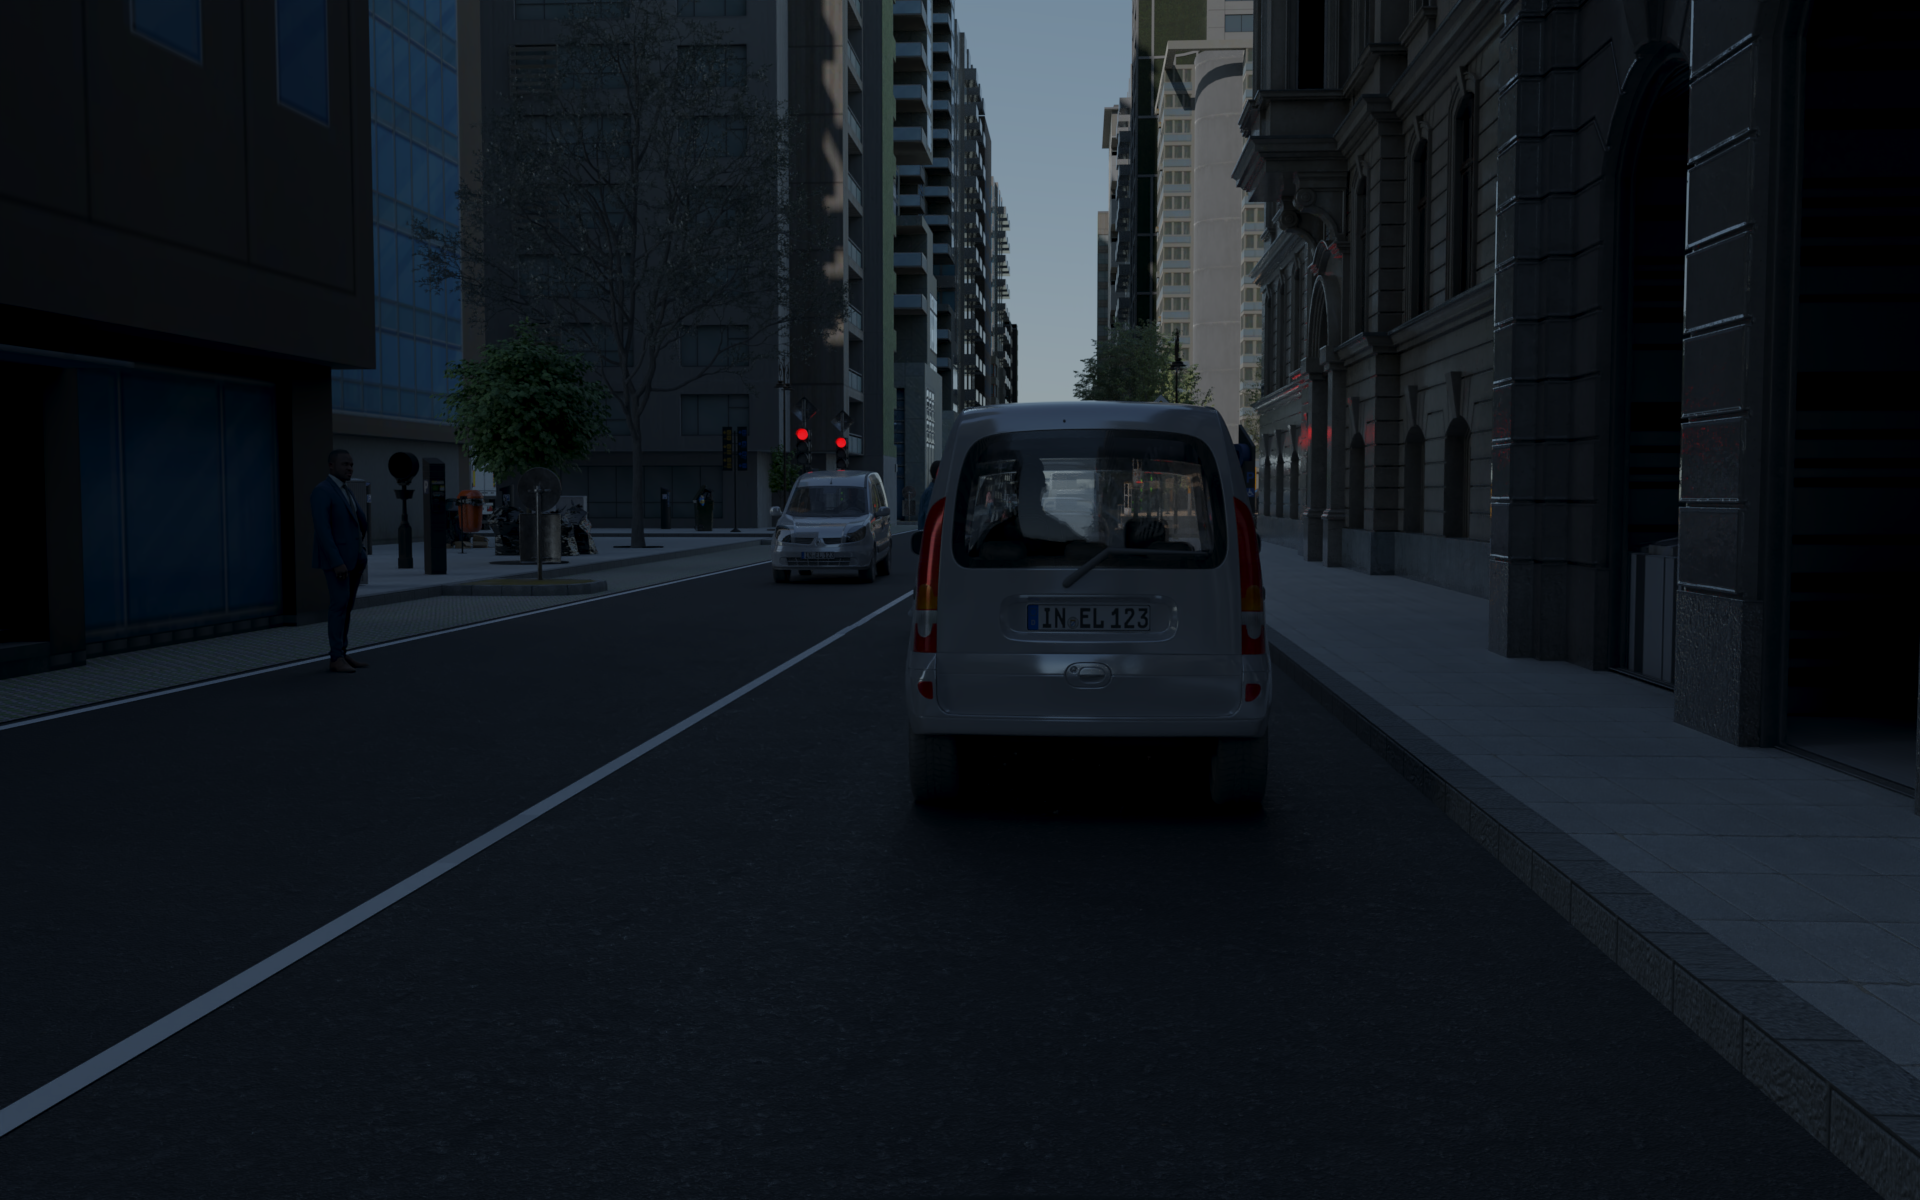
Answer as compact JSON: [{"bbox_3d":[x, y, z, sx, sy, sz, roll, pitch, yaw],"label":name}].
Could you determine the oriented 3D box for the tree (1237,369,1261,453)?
[{"bbox_3d":[18.142,-9.260,101.757,4.360,8.622,3.978,0,3,0],"label":"tree"}]

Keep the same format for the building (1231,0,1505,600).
[{"bbox_3d":[12.310,-12.946,30.745,14.460,24.649,34.723,0,4,4],"label":"building"}]

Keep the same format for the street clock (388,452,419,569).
[{"bbox_3d":[-9.551,-1.542,29.781,0.471,2.002,0.358,1,4,13],"label":"street clock"}]

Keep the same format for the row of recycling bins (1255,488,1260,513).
[{"bbox_3d":[20.619,-6.721,117.007,3.534,1.692,1.069,2,4,30],"label":"row of recycling bins"}]

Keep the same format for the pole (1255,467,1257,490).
[{"bbox_3d":[22.228,-8.357,130.487,0.158,3.312,0.155,0,3,0],"label":"pole"}]

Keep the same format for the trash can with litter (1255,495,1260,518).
[{"bbox_3d":[15.976,-4.956,92.088,1.678,1.210,2.233,1,4,10],"label":"trash can with litter"}]

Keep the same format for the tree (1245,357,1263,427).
[{"bbox_3d":[17.097,-8.385,87.463,4.737,8.622,4.395,0,3,0],"label":"tree"}]

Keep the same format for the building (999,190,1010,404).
[{"bbox_3d":[-3.865,-39.225,260.932,23.786,49.044,30.456,0,4,4],"label":"building"}]

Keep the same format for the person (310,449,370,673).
[{"bbox_3d":[-5.077,-0.335,14.167,0.419,1.800,0.721,0,4,-3],"label":"person"}]

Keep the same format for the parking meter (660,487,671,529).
[{"bbox_3d":[-10.750,-3.355,63.268,0.372,1.533,0.369,0,3,0],"label":"parking meter"}]

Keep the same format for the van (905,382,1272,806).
[{"bbox_3d":[0.678,-0.145,9.377,2.013,2.044,4.112,0,4,4],"label":"van"}]

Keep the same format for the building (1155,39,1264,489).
[{"bbox_3d":[28.898,-27.592,143.014,32.217,40.220,23.993,0,4,4],"label":"building"}]

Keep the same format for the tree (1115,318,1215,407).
[{"bbox_3d":[8.378,-7.457,72.277,4.737,8.622,4.395,0,3,0],"label":"tree"}]

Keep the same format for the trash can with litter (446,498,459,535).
[{"bbox_3d":[-13.250,-2.081,45.419,0.624,1.170,1.055,-1,4,-19],"label":"trash can with litter"}]

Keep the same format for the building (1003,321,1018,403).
[{"bbox_3d":[2.234,-31.295,283.368,14.160,30.474,14.107,0,4,4],"label":"building"}]

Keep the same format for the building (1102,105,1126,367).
[{"bbox_3d":[33.271,-39.177,229.780,28.713,52.752,27.495,0,4,4],"label":"building"}]

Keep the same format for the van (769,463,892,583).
[{"bbox_3d":[-2.126,-1.364,29.309,2.013,2.044,4.112,0,4,3],"label":"van"}]

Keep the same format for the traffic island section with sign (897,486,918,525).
[{"bbox_3d":[-2.334,-4.400,80.560,1.989,1.847,2.006,0,4,4],"label":"traffic island section with sign"}]

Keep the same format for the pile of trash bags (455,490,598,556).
[{"bbox_3d":[-9.376,-1.659,36.884,3.447,1.369,1.912,2,4,27],"label":"pile of trash bags"}]

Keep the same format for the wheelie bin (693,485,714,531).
[{"bbox_3d":[-8.820,-3.167,59.690,0.693,1.594,0.980,-1,4,-18],"label":"wheelie bin"}]

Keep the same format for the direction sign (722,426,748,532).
[{"bbox_3d":[-7.546,-4.045,58.132,0.876,3.537,0.379,1,4,13],"label":"direction sign"}]

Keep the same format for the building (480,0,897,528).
[{"bbox_3d":[-10.294,-23.604,69.518,14.154,41.232,14.086,0,4,4],"label":"building"}]

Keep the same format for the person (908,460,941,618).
[{"bbox_3d":[-0.324,-0.572,18.199,0.444,1.785,0.601,0,4,2],"label":"person"}]

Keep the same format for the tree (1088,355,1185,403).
[{"bbox_3d":[11.881,-11.051,115.101,8.767,10.594,7.601,0,4,-1],"label":"tree"}]

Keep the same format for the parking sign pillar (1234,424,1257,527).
[{"bbox_3d":[10.881,-4.772,66.491,1.447,3.967,1.447,-1,4,-15],"label":"parking sign pillar"}]

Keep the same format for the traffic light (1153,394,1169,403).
[{"bbox_3d":[5.643,-3.670,48.921,0.839,4.253,0.868,0,4,4],"label":"traffic light"}]

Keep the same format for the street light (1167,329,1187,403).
[{"bbox_3d":[6.059,-4.632,48.527,0.468,5.910,1.993,0,4,4],"label":"street light"}]

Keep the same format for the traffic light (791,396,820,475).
[{"bbox_3d":[-4.445,-3.712,49.607,0.839,4.253,0.868,0,4,4],"label":"traffic light"}]

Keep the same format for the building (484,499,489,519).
[{"bbox_3d":[-34.873,-25.365,69.337,28.867,44.769,22.147,0,4,4],"label":"building"}]

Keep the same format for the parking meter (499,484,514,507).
[{"bbox_3d":[-11.701,-2.221,44.731,0.372,1.533,0.369,0,3,0],"label":"parking meter"}]

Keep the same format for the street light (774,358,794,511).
[{"bbox_3d":[-5.887,-5.219,58.119,0.468,5.910,1.993,0,4,4],"label":"street light"}]

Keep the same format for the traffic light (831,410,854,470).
[{"bbox_3d":[-3.888,-4.199,57.573,0.839,4.253,0.868,0,4,4],"label":"traffic light"}]

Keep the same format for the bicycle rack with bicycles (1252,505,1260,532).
[{"bbox_3d":[9.751,-2.670,57.038,2.925,0.926,2.852,-1,4,-21],"label":"bicycle rack with bicycles"}]

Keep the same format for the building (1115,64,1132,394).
[{"bbox_3d":[28.411,-34.926,190.640,23.786,49.044,30.456,0,4,4],"label":"building"}]

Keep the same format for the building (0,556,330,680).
[{"bbox_3d":[-14.041,-22.132,11.961,14.600,45.320,14.200,0,4,4],"label":"building"}]

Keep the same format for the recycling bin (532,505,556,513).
[{"bbox_3d":[-14.209,-2.836,58.918,0.722,1.027,0.722,2,4,25],"label":"recycling bin"}]

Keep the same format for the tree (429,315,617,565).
[{"bbox_3d":[-8.055,-2.947,31.902,4.285,4.588,4.351,0,3,0],"label":"tree"}]

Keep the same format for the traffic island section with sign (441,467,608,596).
[{"bbox_3d":[-6.220,-1.008,25.105,1.989,1.847,2.006,0,4,4],"label":"traffic island section with sign"}]

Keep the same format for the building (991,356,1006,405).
[{"bbox_3d":[-8.314,-23.643,231.600,27.650,21.520,28.899,0,4,4],"label":"building"}]

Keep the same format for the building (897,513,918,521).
[{"bbox_3d":[-11.773,-48.081,98.799,22.319,86.520,31.000,0,4,4],"label":"building"}]

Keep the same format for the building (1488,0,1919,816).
[{"bbox_3d":[9.373,-9.775,1.628,13.314,21.916,24.055,0,4,4],"label":"building"}]

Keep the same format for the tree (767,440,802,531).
[{"bbox_3d":[-6.336,-4.046,60.746,1.663,3.219,1.824,0,3,0],"label":"tree"}]

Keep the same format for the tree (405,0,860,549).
[{"bbox_3d":[-7.654,-7.972,40.710,12.009,13.543,11.850,0,3,0],"label":"tree"}]

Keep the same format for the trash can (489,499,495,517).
[{"bbox_3d":[-22.638,-4.415,83.831,0.748,1.137,0.748,0,3,0],"label":"trash can"}]

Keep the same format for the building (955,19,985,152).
[{"bbox_3d":[-8.916,-34.240,179.440,23.786,49.044,30.456,0,4,4],"label":"building"}]

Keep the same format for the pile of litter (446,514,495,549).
[{"bbox_3d":[-11.719,-1.663,41.147,1.719,0.858,1.176,-1,4,-12],"label":"pile of litter"}]

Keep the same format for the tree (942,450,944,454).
[{"bbox_3d":[-1.103,-8.859,128.559,4.285,4.588,4.351,0,3,0],"label":"tree"}]

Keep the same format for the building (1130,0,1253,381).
[{"bbox_3d":[24.593,-44.430,164.683,20.563,71.187,20.611,0,4,4],"label":"building"}]

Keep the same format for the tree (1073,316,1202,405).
[{"bbox_3d":[12.607,-13.370,125.250,9.857,13.997,8.962,0,3,0],"label":"tree"}]

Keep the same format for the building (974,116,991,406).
[{"bbox_3d":[-3.616,-33.726,201.525,14.600,45.320,14.200,0,4,4],"label":"building"}]

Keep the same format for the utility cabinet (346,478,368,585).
[{"bbox_3d":[-8.806,-0.932,23.909,1.173,1.500,0.318,-3,5,-44],"label":"utility cabinet"}]

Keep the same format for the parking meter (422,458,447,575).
[{"bbox_3d":[-8.375,-1.340,27.612,0.255,1.863,0.399,-3,4,-37],"label":"parking meter"}]

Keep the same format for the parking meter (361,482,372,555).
[{"bbox_3d":[-12.585,-1.716,36.463,0.372,1.533,0.369,0,3,0],"label":"parking meter"}]

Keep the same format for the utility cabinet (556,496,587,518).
[{"bbox_3d":[-13.151,-2.902,58.601,1.020,1.237,0.306,1,4,13],"label":"utility cabinet"}]

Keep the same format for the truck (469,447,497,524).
[{"bbox_3d":[-20.416,-3.999,54.294,11.283,4.237,2.839,0,4,3],"label":"truck"}]

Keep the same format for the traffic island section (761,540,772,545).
[{"bbox_3d":[-4.484,-1.680,49.745,2.009,0.180,2.903,0,4,4],"label":"traffic island section"}]

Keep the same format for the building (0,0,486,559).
[{"bbox_3d":[-21.273,-24.006,42.616,14.200,45.320,14.600,0,4,4],"label":"building"}]

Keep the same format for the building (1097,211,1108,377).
[{"bbox_3d":[26.875,-34.729,251.407,14.154,41.232,14.086,0,4,4],"label":"building"}]
